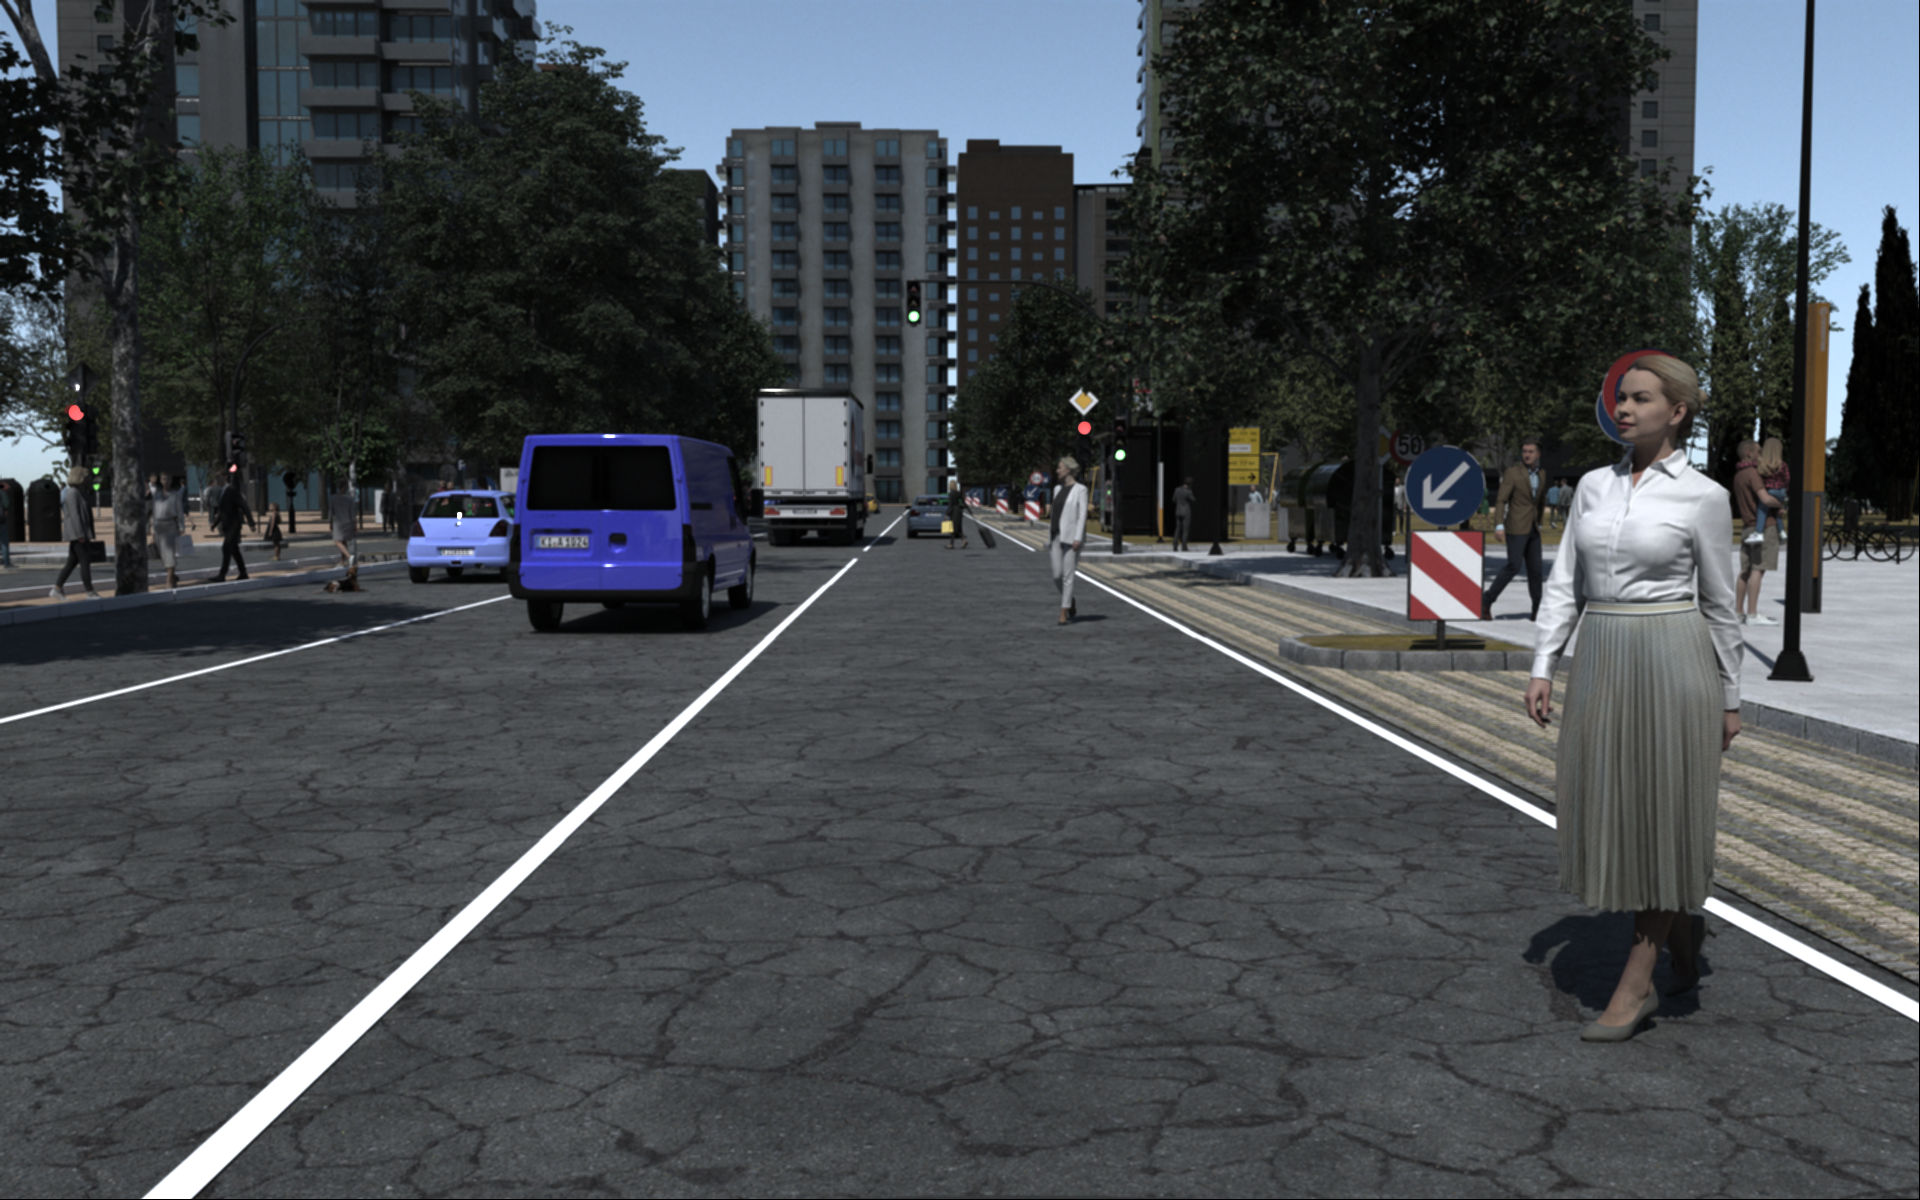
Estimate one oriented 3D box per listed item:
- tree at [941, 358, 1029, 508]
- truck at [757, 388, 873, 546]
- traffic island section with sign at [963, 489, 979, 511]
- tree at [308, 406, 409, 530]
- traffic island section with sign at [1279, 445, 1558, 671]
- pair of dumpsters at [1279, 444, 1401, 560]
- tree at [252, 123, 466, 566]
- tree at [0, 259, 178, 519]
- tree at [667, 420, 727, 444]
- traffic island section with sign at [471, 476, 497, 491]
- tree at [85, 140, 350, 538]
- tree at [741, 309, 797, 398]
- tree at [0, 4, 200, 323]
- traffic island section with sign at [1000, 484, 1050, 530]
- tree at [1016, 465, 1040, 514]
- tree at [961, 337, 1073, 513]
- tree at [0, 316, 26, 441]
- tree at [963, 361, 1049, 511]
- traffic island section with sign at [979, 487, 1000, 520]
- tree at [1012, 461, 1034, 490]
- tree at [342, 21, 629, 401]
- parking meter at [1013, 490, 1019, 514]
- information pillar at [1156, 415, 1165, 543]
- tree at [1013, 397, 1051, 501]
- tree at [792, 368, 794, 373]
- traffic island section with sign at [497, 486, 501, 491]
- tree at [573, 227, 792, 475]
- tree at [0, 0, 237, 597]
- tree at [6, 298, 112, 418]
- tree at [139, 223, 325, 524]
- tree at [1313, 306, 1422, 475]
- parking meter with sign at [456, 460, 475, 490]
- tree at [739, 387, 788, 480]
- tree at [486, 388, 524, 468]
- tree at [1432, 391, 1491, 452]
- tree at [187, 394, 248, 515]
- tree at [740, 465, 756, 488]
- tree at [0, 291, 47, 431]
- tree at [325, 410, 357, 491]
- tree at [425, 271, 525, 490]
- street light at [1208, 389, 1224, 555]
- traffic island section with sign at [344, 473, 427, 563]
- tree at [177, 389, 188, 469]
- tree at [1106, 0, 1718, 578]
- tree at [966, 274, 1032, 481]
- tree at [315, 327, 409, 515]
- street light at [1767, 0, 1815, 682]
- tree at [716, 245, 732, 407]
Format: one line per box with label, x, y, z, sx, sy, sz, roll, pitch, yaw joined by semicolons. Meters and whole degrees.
tree;3.132;-15.614;161.938;9.857;13.997;8.962;0;3;0
truck;-4.196;-3.828;51.496;2.839;4.237;11.283;0;4;-1
traffic island section with sign;1.216;-8.446;146.719;1.989;1.847;2.006;0;4;-1
tree;-21.553;-4.813;62.413;4.285;4.588;4.351;0;3;0
traffic island section with sign;3.820;-0.381;14.855;1.989;1.847;2.006;0;4;-1
pair of dumpsters;7.800;-2.033;35.730;1.574;2.255;4.437;0;4;-1
tree;-12.087;-4.990;34.405;4.360;8.622;3.978;0;3;0
tree;-45.277;-10.875;88.183;12.009;13.543;11.850;0;3;0
tree;-12.396;-7.707;78.831;4.737;8.622;4.395;0;3;0
traffic island section with sign;-12.014;-2.215;44.346;2.006;1.907;1.989;0;4;-1
tree;-21.719;-7.664;51.057;9.928;11.665;9.643;0;3;0
tree;-12.851;-10.253;95.845;9.928;11.665;9.643;0;3;0
tree;-11.649;-5.740;13.322;9.611;12.733;9.660;0;3;0
traffic island section with sign;2.745;-3.741;69.800;1.989;1.847;2.006;0;4;-1
tree;4.353;-7.136;111.271;1.663;3.219;1.824;0;3;0
tree;4.852;-12.815;119.891;12.009;13.543;11.850;0;3;0
tree;-45.263;-9.650;75.906;7.486;12.596;7.792;0;3;0
tree;3.802;-12.718;133.699;9.928;11.665;9.643;0;3;0
traffic island section with sign;2.201;-5.390;96.750;1.989;1.847;2.006;0;4;-1
tree;4.669;-11.778;142.929;4.737;8.622;4.395;0;3;0
tree;-11.936;-8.488;47.889;9.857;13.997;8.962;0;3;0
parking meter;3.659;-6.427;113.489;0.372;1.533;0.369;0;3;0
information pillar;5.293;-3.325;45.725;0.183;3.616;0.504;0;4;0
tree;4.256;-9.339;103.057;4.360;8.622;3.978;0;3;0
tree;-12.553;-10.184;85.965;9.611;12.733;9.660;0;3;0
traffic island section with sign;-18.783;-3.712;69.321;1.989;1.847;2.006;0;4;-1
tree;-12.199;-9.237;70.483;9.611;12.733;9.660;0;3;0
tree;-12.730;-10.148;24.266;12.611;20.169;13.585;0;3;0
tree;-32.785;-6.978;64.445;4.737;8.622;4.395;0;3;0
tree;-31.006;-9.480;73.121;7.486;12.596;7.792;0;3;0
tree;27.147;-12.655;113.559;9.857;13.997;8.962;0;3;0
parking meter with sign;-24.570;-5.554;87.070;1.738;3.016;0.543;3;5;41
tree;-13.204;-10.266;104.720;8.767;10.594;7.601;0;4;-1
tree;-30.543;-10.092;115.362;4.737;8.622;4.395;0;3;0
tree;28.395;-9.082;98.847;4.360;8.622;3.978;0;3;0
tree;-47.194;-9.609;107.470;4.737;8.622;4.395;0;3;0
tree;-24.152;-12.635;190.290;4.285;4.588;4.351;0;3;0
tree;-29.825;-6.232;52.254;4.360;8.622;3.978;0;3;0
tree;-41.657;-10.162;116.505;4.737;8.622;4.395;0;3;0
tree;-21.891;-9.519;81.393;9.928;11.665;9.643;0;3;0
street light;4.840;-3.896;36.242;1.470;5.913;1.316;0;4;-1
traffic island section with sign;-11.878;-1.762;36.940;2.006;1.907;1.989;0;4;-1
tree;-38.441;-7.827;78.332;4.737;8.622;4.395;0;3;0
tree;6.394;-6.697;26.503;9.611;12.733;9.660;0;3;0
tree;4.738;-10.467;88.141;9.611;12.733;9.660;0;3;0
tree;-39.436;-11.709;108.454;9.611;12.733;9.660;0;3;0
street light;5.215;-2.402;11.818;1.470;5.913;1.316;0;4;-1
tree;-12.248;-9.188;59.331;9.857;13.997;8.962;0;3;0
